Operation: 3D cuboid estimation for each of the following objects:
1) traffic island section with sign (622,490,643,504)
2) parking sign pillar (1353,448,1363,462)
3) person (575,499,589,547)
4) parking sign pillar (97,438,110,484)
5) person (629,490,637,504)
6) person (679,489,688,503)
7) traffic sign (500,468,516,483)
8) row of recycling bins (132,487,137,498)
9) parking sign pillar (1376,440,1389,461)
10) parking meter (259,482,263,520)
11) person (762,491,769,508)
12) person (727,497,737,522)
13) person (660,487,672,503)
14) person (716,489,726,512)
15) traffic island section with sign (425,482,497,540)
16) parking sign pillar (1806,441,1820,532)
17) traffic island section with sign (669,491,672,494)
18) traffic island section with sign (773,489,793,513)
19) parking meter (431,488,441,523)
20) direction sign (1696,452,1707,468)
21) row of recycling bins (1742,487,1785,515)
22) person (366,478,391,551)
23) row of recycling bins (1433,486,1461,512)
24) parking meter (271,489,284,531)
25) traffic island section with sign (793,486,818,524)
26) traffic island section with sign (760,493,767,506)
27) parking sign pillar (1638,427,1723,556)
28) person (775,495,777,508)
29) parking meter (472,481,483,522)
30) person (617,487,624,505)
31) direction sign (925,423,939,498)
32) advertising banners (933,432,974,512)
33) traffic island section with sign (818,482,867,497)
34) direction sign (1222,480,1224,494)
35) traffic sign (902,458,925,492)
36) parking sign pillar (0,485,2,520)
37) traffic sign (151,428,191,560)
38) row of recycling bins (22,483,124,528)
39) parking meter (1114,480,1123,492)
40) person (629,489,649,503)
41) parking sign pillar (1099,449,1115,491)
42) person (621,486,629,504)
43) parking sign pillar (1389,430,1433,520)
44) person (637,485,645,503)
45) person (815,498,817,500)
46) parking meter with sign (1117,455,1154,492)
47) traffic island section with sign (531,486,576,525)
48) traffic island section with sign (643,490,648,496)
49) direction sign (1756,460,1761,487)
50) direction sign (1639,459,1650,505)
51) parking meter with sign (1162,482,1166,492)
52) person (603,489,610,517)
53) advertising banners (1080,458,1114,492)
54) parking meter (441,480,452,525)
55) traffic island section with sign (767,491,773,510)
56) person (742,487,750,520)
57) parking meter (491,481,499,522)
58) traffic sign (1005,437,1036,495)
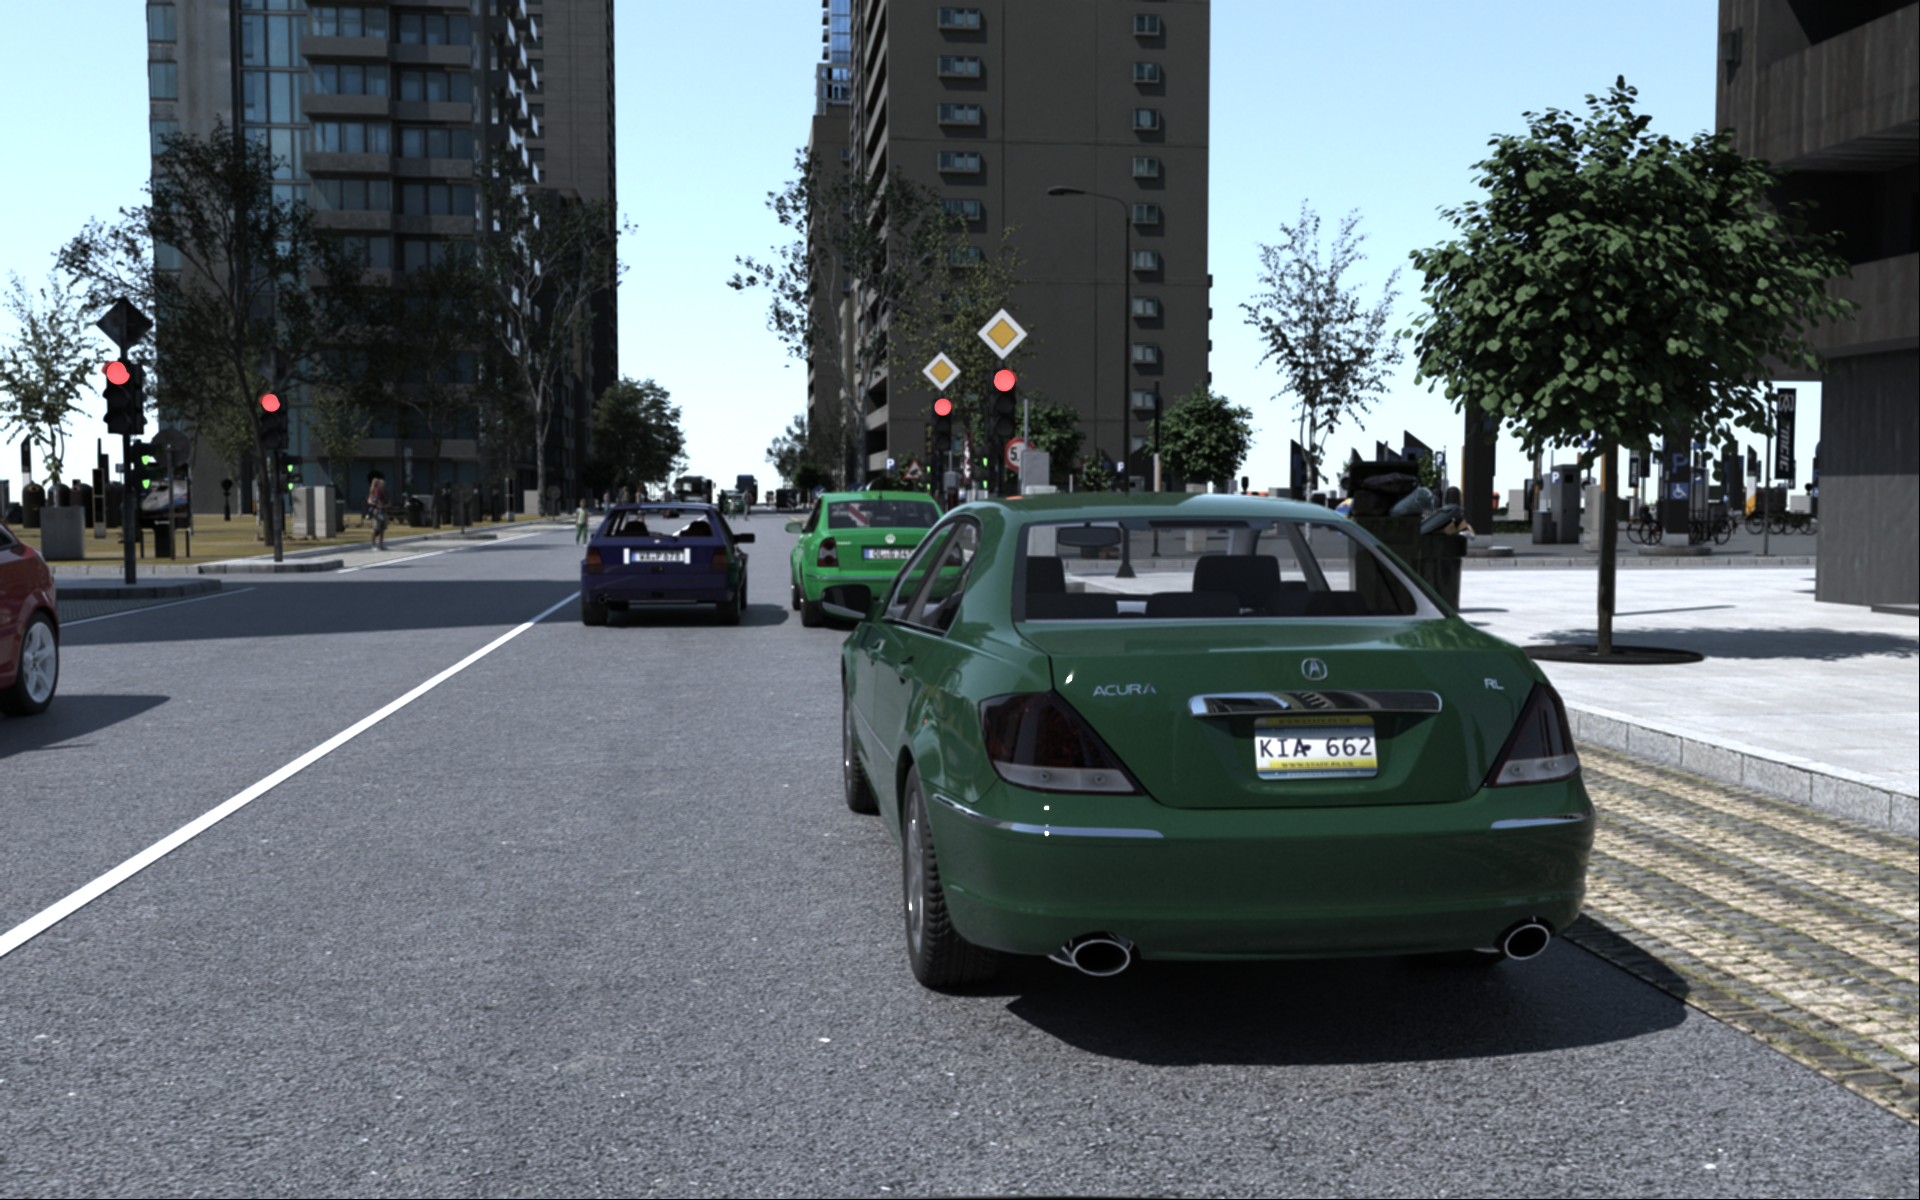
[{"bbox_3d":[-25.434,-7.545,131.988,1.989,1.847,2.006,0,4,-7],"label":"traffic island section with sign"},{"bbox_3d":[23.801,-6.994,102.830,1.447,3.967,1.447,3,4,39],"label":"parking sign pillar"},{"bbox_3d":[-10.205,-2.079,46.741,0.306,1.304,0.590,-2,4,-35],"label":"person"},{"bbox_3d":[-41.401,-5.823,83.686,1.447,3.967,1.447,-2,4,-28],"label":"parking sign pillar"},{"bbox_3d":[-22.529,-6.805,120.486,0.721,1.735,1.217,3,5,43],"label":"person"},{"bbox_3d":[-21.994,-7.893,137.559,0.705,1.824,1.348,1,4,19],"label":"person"},{"bbox_3d":[-21.782,-5.100,83.499,0.768,2.556,0.104,0,4,-3],"label":"traffic sign"},{"bbox_3d":[-33.560,-3.843,69.952,1.069,1.692,3.534,0,4,0],"label":"row of recycling bins"},{"bbox_3d":[21.122,-5.918,85.229,1.447,3.967,1.447,1,4,14],"label":"parking sign pillar"},{"bbox_3d":[-34.331,-4.852,85.039,0.255,1.863,0.399,0,4,3],"label":"parking meter"},{"bbox_3d":[-20.199,-10.467,180.160,0.750,1.759,0.617,0,4,-1],"label":"person"},{"bbox_3d":[-11.807,-4.711,89.773,0.590,1.304,0.306,2,4,35],"label":"person"},{"bbox_3d":[-16.630,-5.465,97.954,0.679,1.850,0.850,-1,4,-18],"label":"person"},{"bbox_3d":[-18.593,-7.754,135.266,0.705,1.826,1.348,1,4,23],"label":"person"},{"bbox_3d":[-15.653,-2.802,54.446,1.989,1.847,2.006,0,4,-7],"label":"traffic island section with sign"},{"bbox_3d":[29.888,-4.339,59.418,1.447,3.967,1.447,-1,4,-23],"label":"parking sign pillar"},{"bbox_3d":[-39.057,-14.139,239.805,1.989,1.847,2.006,0,4,-7],"label":"traffic island section with sign"},{"bbox_3d":[-13.077,-7.573,132.452,1.989,1.847,2.006,0,4,-7],"label":"traffic island section with sign"},{"bbox_3d":[-22.908,-4.118,75.735,0.372,1.533,0.369,0,3,0],"label":"parking meter"},{"bbox_3d":[39.659,-6.169,92.858,0.876,3.537,0.379,-1,4,-23],"label":"direction sign"},{"bbox_3d":[44.494,-5.449,96.205,1.069,1.692,3.534,-1,4,-12],"label":"row of recycling bins"},{"bbox_3d":[-14.599,-2.141,43.476,0.573,1.828,0.580,0,4,-5],"label":"person"},{"bbox_3d":[25.440,-5.319,94.072,3.534,1.692,1.069,2,4,34],"label":"row of recycling bins"},{"bbox_3d":[-23.637,-3.155,59.991,0.372,1.533,0.369,0,3,0],"label":"parking meter"},{"bbox_3d":[-6.926,-4.592,83.709,1.989,1.847,2.006,0,4,-7],"label":"traffic island section with sign"},{"bbox_3d":[-26.925,-14.283,242.158,1.989,1.847,2.006,0,4,-7],"label":"traffic island section with sign"},{"bbox_3d":[15.063,-2.930,36.380,1.447,3.967,1.447,1,4,17],"label":"parking sign pillar"},{"bbox_3d":[-18.692,-10.298,177.816,0.756,1.711,0.436,-3,4,-37],"label":"person"},{"bbox_3d":[-21.852,-4.450,78.465,0.399,1.863,0.255,1,4,13],"label":"parking meter"},{"bbox_3d":[-19.582,-5.617,100.309,0.822,1.834,0.622,-3,4,-37],"label":"person"},{"bbox_3d":[-0.848,-3.854,55.008,0.379,3.537,0.876,-2,4,-35],"label":"direction sign"},{"bbox_3d":[-0.219,-3.266,49.580,0.090,3.025,2.074,-2,4,-35],"label":"advertising banners"},{"bbox_3d":[-3.541,-2.956,56.966,1.989,1.847,2.006,0,4,-7],"label":"traffic island section with sign"},{"bbox_3d":[8.696,-3.990,57.238,0.379,3.537,0.876,1,4,19],"label":"direction sign"},{"bbox_3d":[-1.612,-3.772,61.677,0.884,2.594,0.081,0,4,1],"label":"traffic sign"},{"bbox_3d":[-18.604,-2.675,32.207,1.447,3.967,1.447,2,4,28],"label":"parking sign pillar"},{"bbox_3d":[-15.279,-2.045,33.546,0.768,2.556,0.104,0,4,-3],"label":"traffic sign"},{"bbox_3d":[-33.523,-3.555,65.232,3.534,1.692,1.069,0,4,1],"label":"row of recycling bins"},{"bbox_3d":[6.659,-4.080,72.419,0.399,1.863,0.255,1,4,18],"label":"parking meter"},{"bbox_3d":[-20.343,-6.191,109.810,1.348,1.812,0.705,0,4,4],"label":"person"},{"bbox_3d":[8.671,-7.002,102.955,1.447,3.967,1.447,-2,4,-28],"label":"parking sign pillar"},{"bbox_3d":[-14.344,-3.980,74.114,0.362,1.759,0.519,0,4,2],"label":"person"},{"bbox_3d":[19.005,-5.117,72.142,1.447,3.967,1.447,3,5,44],"label":"parking sign pillar"},{"bbox_3d":[-14.033,-4.115,75.866,0.778,1.811,0.616,1,4,8],"label":"person"},{"bbox_3d":[-8.079,-5.189,97.610,0.475,1.303,0.640,-2,4,-24],"label":"person"},{"bbox_3d":[7.457,-4.733,73.648,1.738,3.016,0.543,2,4,26],"label":"parking meter with sign"},{"bbox_3d":[-19.021,-4.438,81.191,1.989,1.847,2.006,0,4,-7],"label":"traffic island section with sign"},{"bbox_3d":[-28.818,-9.181,158.730,1.989,1.847,2.006,0,4,-7],"label":"traffic island section with sign"},{"bbox_3d":[53.604,-7.619,116.572,0.379,3.537,0.876,-1,4,-11],"label":"direction sign"},{"bbox_3d":[32.205,-5.473,81.479,0.876,3.537,0.379,-3,4,-38],"label":"direction sign"},{"bbox_3d":[12.828,-7.016,110.970,1.738,3.016,0.543,-1,4,-17],"label":"parking meter with sign"},{"bbox_3d":[-21.937,-6.003,107.485,0.643,1.720,0.563,-2,4,-35],"label":"person"},{"bbox_3d":[6.805,-5.343,83.547,2.074,3.025,0.090,0,4,-1],"label":"advertising banners"},{"bbox_3d":[-21.647,-4.115,72.986,0.255,1.863,0.399,1,4,18],"label":"parking meter"},{"bbox_3d":[-16.450,-9.209,159.196,1.989,1.847,2.006,0,4,-7],"label":"traffic island section with sign"},{"bbox_3d":[-11.661,-5.256,94.542,0.391,1.810,0.635,0,4,2],"label":"person"},{"bbox_3d":[-21.167,-4.475,78.869,0.255,1.863,0.399,0,4,0],"label":"parking meter"},{"bbox_3d":[1.345,-2.375,38.935,0.768,2.556,0.104,0,4,2],"label":"traffic sign"}]
